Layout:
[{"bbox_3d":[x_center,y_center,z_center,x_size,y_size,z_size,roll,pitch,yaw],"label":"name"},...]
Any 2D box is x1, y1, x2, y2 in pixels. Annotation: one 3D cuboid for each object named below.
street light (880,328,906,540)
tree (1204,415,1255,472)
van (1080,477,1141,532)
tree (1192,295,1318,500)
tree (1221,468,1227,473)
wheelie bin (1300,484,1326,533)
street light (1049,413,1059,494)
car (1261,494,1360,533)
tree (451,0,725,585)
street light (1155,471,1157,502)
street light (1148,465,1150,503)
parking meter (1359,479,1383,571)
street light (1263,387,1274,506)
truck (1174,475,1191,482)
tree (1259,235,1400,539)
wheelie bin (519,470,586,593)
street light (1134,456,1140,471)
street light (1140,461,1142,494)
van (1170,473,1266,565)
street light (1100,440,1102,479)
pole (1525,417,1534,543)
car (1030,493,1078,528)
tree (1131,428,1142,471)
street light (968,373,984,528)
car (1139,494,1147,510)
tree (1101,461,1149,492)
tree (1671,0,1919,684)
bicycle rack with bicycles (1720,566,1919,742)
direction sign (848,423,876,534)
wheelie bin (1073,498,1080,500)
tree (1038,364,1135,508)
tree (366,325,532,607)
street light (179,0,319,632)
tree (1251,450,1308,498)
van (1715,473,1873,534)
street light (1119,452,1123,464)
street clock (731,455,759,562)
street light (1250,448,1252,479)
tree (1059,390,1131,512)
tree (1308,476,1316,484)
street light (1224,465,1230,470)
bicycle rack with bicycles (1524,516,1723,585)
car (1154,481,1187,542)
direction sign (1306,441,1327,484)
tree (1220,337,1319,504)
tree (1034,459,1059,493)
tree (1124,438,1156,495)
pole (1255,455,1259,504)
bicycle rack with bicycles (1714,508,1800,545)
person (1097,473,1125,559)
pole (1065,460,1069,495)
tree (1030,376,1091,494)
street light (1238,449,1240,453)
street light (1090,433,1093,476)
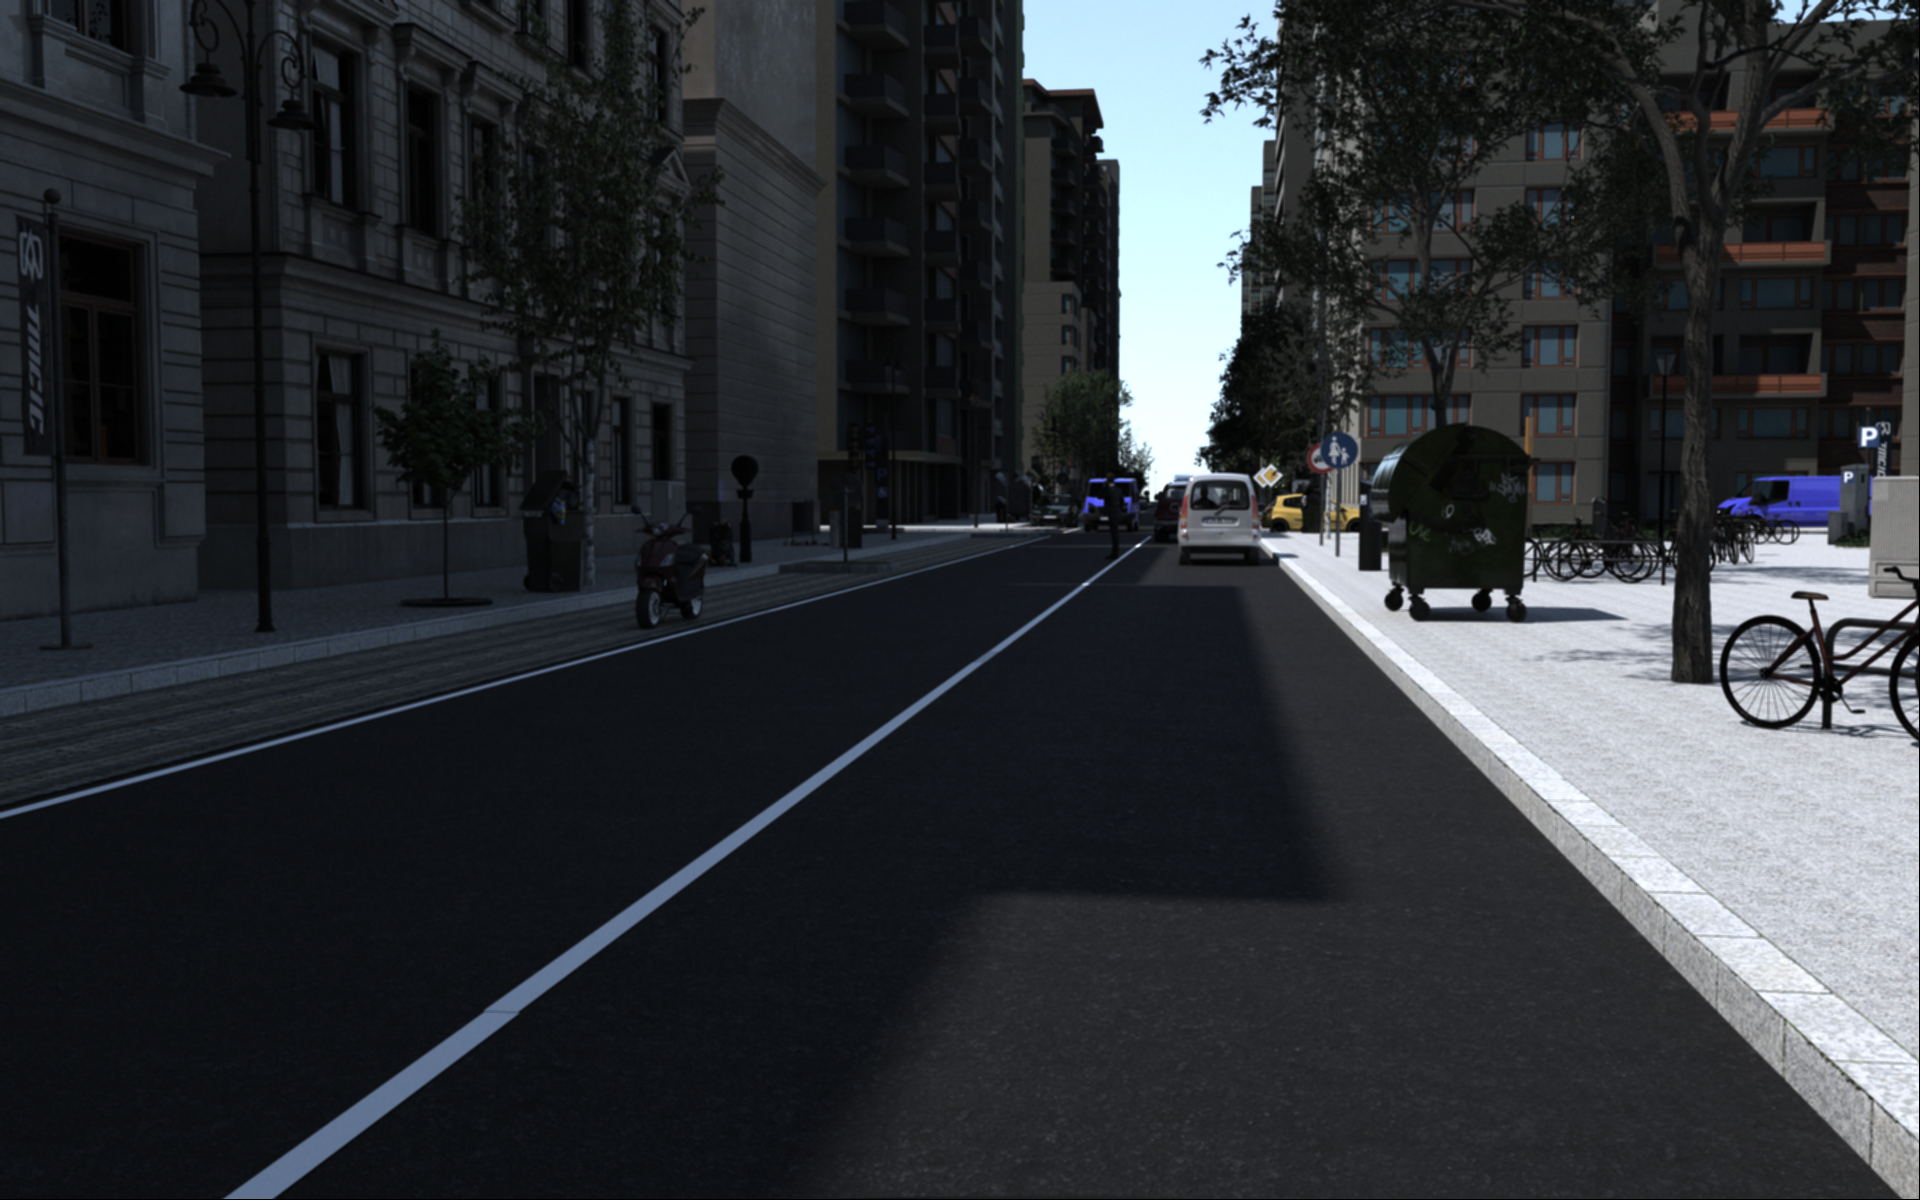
[{"bbox_3d":[-1.857,-4.631,48.504,0.468,5.910,1.993,1,4,8],"label":"street light"},{"bbox_3d":[34.945,-18.089,221.516,9.928,11.665,9.643,0,3,0],"label":"tree"},{"bbox_3d":[5.896,-3.833,67.051,2.240,2.365,5.245,1,4,9],"label":"van"},{"bbox_3d":[18.079,-11.114,98.726,9.611,12.733,9.660,0,3,0],"label":"tree"},{"bbox_3d":[40.219,-18.856,258.650,4.360,8.622,3.978,0,3,0],"label":"tree"},{"bbox_3d":[11.588,-2.984,56.692,0.693,1.594,0.980,3,5,43],"label":"wheelie bin"},{"bbox_3d":[5.296,-7.639,97.681,0.468,5.910,1.993,1,4,8],"label":"street light"},{"bbox_3d":[12.294,-2.992,59.141,3.980,1.641,2.015,1,4,9],"label":"car"},{"bbox_3d":[-5.304,-4.534,24.494,4.737,8.622,4.395,0,3,0],"label":"tree"},{"bbox_3d":[32.567,-19.290,288.184,0.468,5.910,1.993,1,4,8],"label":"street light"},{"bbox_3d":[28.027,-17.352,256.487,0.468,5.910,1.993,1,4,8],"label":"street light"},{"bbox_3d":[6.872,-1.258,28.985,0.372,1.533,0.369,0,3,0],"label":"parking meter"},{"bbox_3d":[13.151,-6.194,74.067,0.468,5.910,1.993,1,4,8],"label":"street light"},{"bbox_3d":[31.438,-15.552,244.031,2.967,4.110,18.799,0,4,8],"label":"truck"},{"bbox_3d":[10.520,-6.056,49.375,4.360,8.622,3.978,0,3,0],"label":"tree"},{"bbox_3d":[-5.360,-0.914,22.846,0.693,1.594,0.980,-3,5,-44],"label":"wheelie bin"},{"bbox_3d":[20.806,-14.250,205.777,0.468,5.910,1.993,1,4,8],"label":"street light"},{"bbox_3d":[23.411,-15.382,224.287,0.468,5.910,1.993,1,4,8],"label":"street light"},{"bbox_3d":[5.415,-1.791,36.295,2.013,2.044,4.112,0,4,8],"label":"van"},{"bbox_3d":[11.572,-10.374,142.405,0.468,5.910,1.993,1,4,8],"label":"street light"},{"bbox_3d":[14.992,-3.170,45.680,0.158,3.312,0.155,0,3,0],"label":"pole"},{"bbox_3d":[4.048,-3.914,73.784,2.009,1.686,4.222,1,4,9],"label":"car"},{"bbox_3d":[16.776,-13.918,177.927,4.360,8.622,3.978,0,3,0],"label":"tree"},{"bbox_3d":[0.616,-5.701,66.004,0.468,5.910,1.993,1,4,8],"label":"street light"},{"bbox_3d":[15.819,-8.776,155.489,2.014,1.417,4.499,0,4,6],"label":"car"},{"bbox_3d":[15.219,-11.232,167.362,4.285,4.588,4.351,0,3,0],"label":"tree"},{"bbox_3d":[4.686,-4.707,11.365,7.601,10.594,8.767,-2,4,-29],"label":"tree"},{"bbox_3d":[5.842,0.281,8.796,2.852,0.926,2.925,-1,4,-23],"label":"bicycle rack with bicycles"},{"bbox_3d":[-3.133,-3.878,55.407,0.876,3.537,0.379,0,4,-8],"label":"direction sign"},{"bbox_3d":[8.481,-7.314,127.492,0.693,1.594,0.980,1,4,8],"label":"wheelie bin"},{"bbox_3d":[10.022,-12.949,137.472,9.928,11.665,9.643,0,3,0],"label":"tree"},{"bbox_3d":[-6.089,-1.557,20.059,1.663,3.219,1.824,0,3,0],"label":"tree"},{"bbox_3d":[-6.482,-2.642,15.983,0.468,5.910,1.993,1,4,8],"label":"street light"},{"bbox_3d":[13.932,-4.995,76.273,1.663,3.219,1.824,0,3,0],"label":"tree"},{"bbox_3d":[28.449,-3.326,58.765,5.245,2.365,2.240,0,4,7],"label":"van"},{"bbox_3d":[16.243,-12.312,174.083,0.468,5.910,1.993,1,4,8],"label":"street light"},{"bbox_3d":[-4.031,-1.708,32.502,0.471,2.002,0.358,0,4,8],"label":"street clock"},{"bbox_3d":[17.745,-8.133,105.756,0.468,5.910,1.993,1,4,8],"label":"street light"},{"bbox_3d":[8.776,-10.402,120.437,4.360,8.622,3.978,0,3,0],"label":"tree"},{"bbox_3d":[20.936,-6.783,105.504,1.663,3.219,1.824,0,3,0],"label":"tree"},{"bbox_3d":[35.903,-15.911,232.926,0.468,5.910,1.993,1,4,8],"label":"street light"},{"bbox_3d":[9.513,-0.757,25.757,2.925,0.926,2.852,2,4,31],"label":"bicycle rack with bicycles"},{"bbox_3d":[7.089,-2.734,53.369,2.281,1.827,5.304,1,4,9],"label":"car"},{"bbox_3d":[15.205,-5.009,73.894,0.876,3.537,0.379,0,4,2],"label":"direction sign"},{"bbox_3d":[14.826,-8.050,81.975,4.737,8.622,4.395,0,3,0],"label":"tree"},{"bbox_3d":[4.271,-6.051,93.540,1.663,3.219,1.824,0,3,0],"label":"tree"},{"bbox_3d":[23.743,-16.990,228.155,4.737,8.622,4.395,0,3,0],"label":"tree"},{"bbox_3d":[15.455,-5.889,90.135,0.158,3.312,0.155,0,3,0],"label":"pole"},{"bbox_3d":[20.447,-1.937,45.058,2.852,0.926,2.925,-2,4,-35],"label":"bicycle rack with bicycles"},{"bbox_3d":[3.328,-1.863,38.327,0.474,1.900,0.648,2,4,28],"label":"person"},{"bbox_3d":[6.392,-6.707,103.507,0.158,3.312,0.155,0,3,0],"label":"pole"},{"bbox_3d":[6.147,-9.682,108.666,4.737,8.622,4.395,0,3,0],"label":"tree"},{"bbox_3d":[23.841,-10.779,149.030,0.468,5.910,1.993,1,4,8],"label":"street light"},{"bbox_3d":[9.835,-9.577,129.378,0.468,5.910,1.993,1,4,8],"label":"street light"}]
